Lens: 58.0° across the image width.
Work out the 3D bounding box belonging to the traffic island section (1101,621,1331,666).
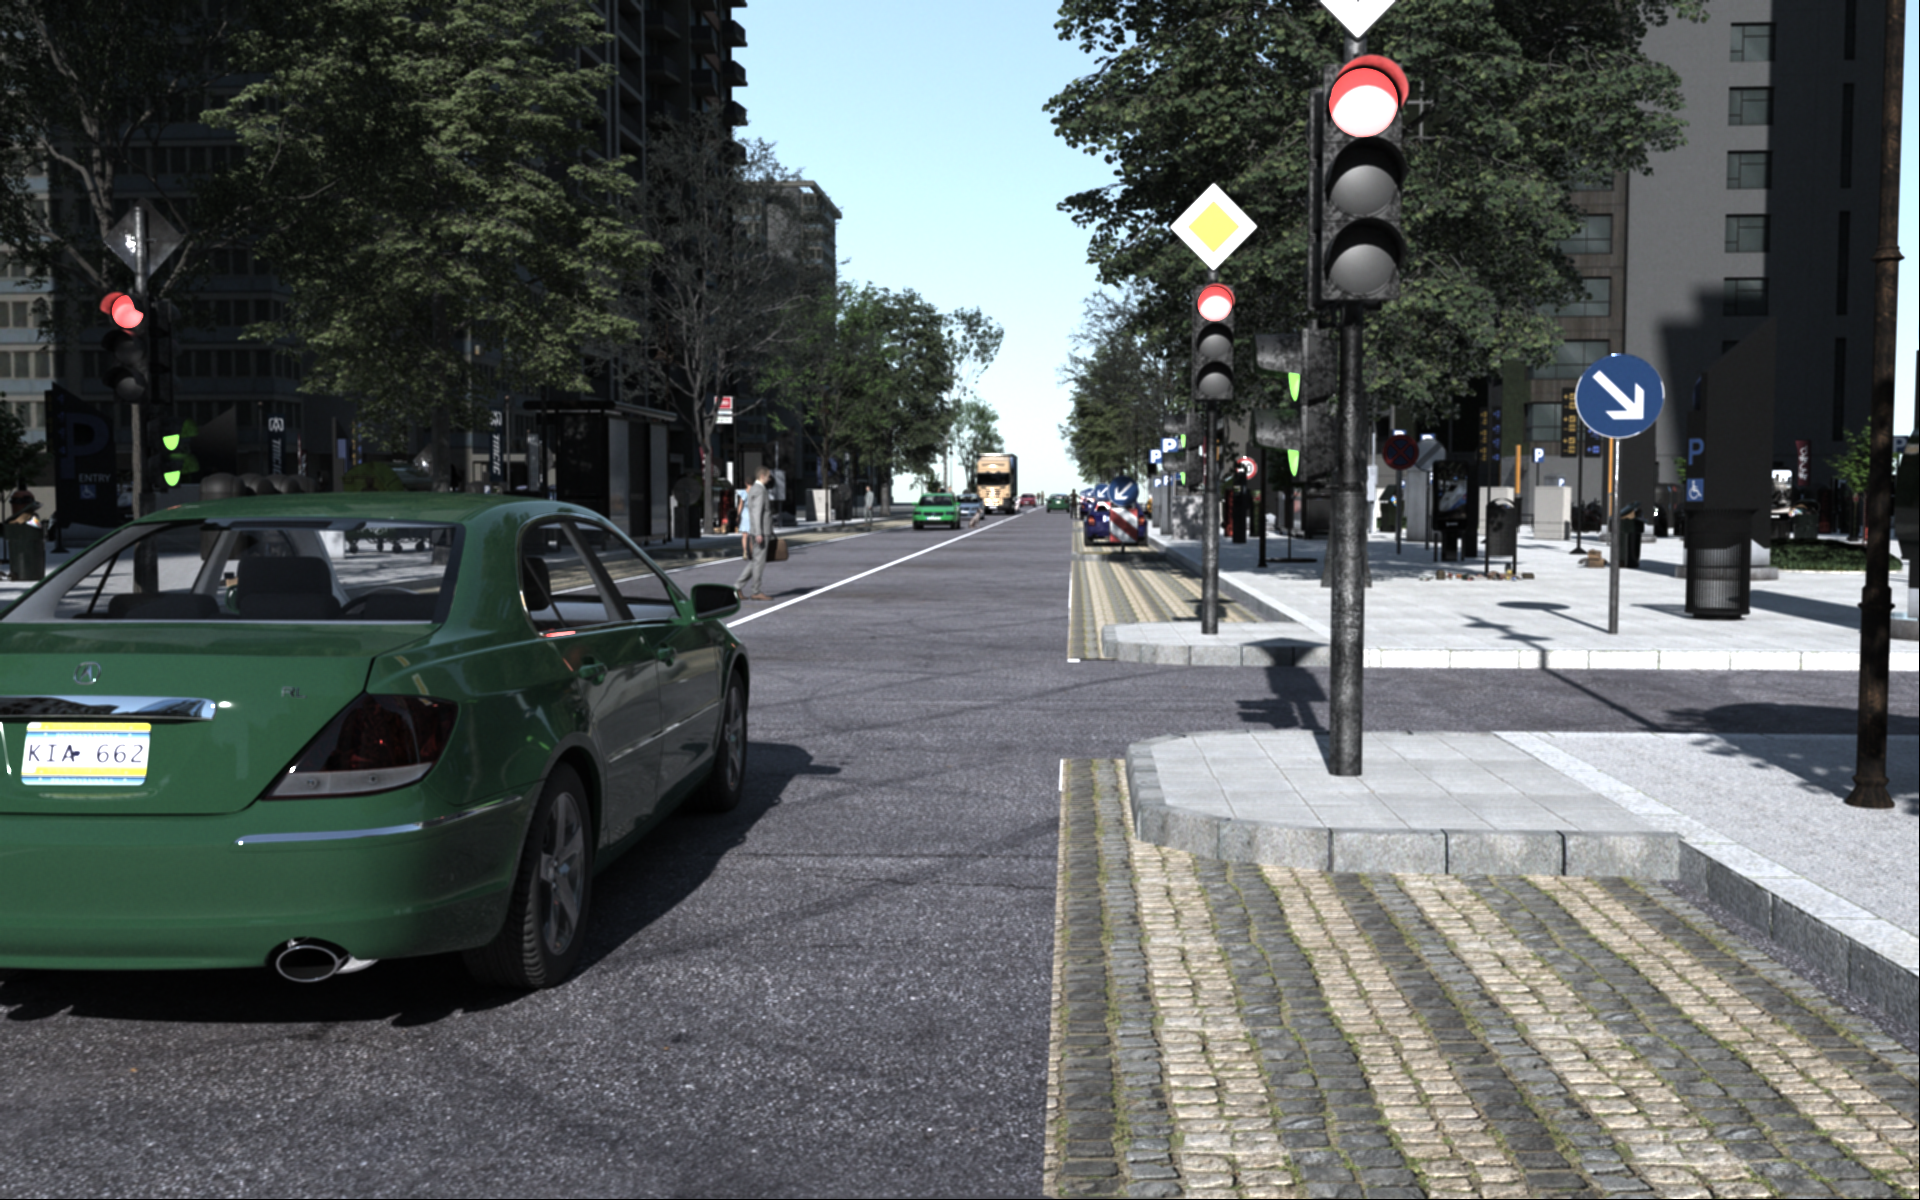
[{"bbox_3d":[2.314,0.390,15.904,2.009,0.180,2.903,0,4,4],"label":"traffic island section"}]

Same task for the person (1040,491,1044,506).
[{"bbox_3d":[10.080,-12.480,212.560,0.705,1.823,1.348,-1,4,-19],"label":"person"}]

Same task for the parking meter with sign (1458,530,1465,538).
[{"bbox_3d":[14.207,-3.320,50.543,1.738,3.016,0.543,-2,4,-34],"label":"parking meter with sign"}]

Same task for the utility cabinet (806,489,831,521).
[{"bbox_3d":[-6.647,-4.444,81.341,1.173,1.500,0.318,0,4,6],"label":"utility cabinet"}]

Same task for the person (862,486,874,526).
[{"bbox_3d":[-4.123,-4.256,78.187,0.391,1.810,0.635,-3,5,-41],"label":"person"}]

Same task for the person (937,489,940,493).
[{"bbox_3d":[-1.363,-5.963,106.544,0.990,1.755,0.434,-3,5,-43],"label":"person"}]

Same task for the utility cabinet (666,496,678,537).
[{"bbox_3d":[-8.975,-2.517,52.318,0.306,1.237,1.020,2,4,35],"label":"utility cabinet"}]

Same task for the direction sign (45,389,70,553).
[{"bbox_3d":[-19.629,-2.793,37.665,0.876,3.537,0.379,3,4,37],"label":"direction sign"}]

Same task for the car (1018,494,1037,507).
[{"bbox_3d":[7.610,-11.322,194.158,2.155,1.783,4.494,0,4,5],"label":"car"}]

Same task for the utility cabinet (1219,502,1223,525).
[{"bbox_3d":[10.800,-3.752,70.024,1.173,1.500,0.318,3,4,37],"label":"utility cabinet"}]

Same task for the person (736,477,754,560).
[{"bbox_3d":[-4.535,-1.770,37.530,0.616,1.811,0.778,0,4,-2],"label":"person"}]

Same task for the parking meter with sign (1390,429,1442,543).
[{"bbox_3d":[12.304,-3.055,46.211,0.543,3.016,1.738,-2,4,-34],"label":"parking meter with sign"}]

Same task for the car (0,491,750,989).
[{"bbox_3d":[-1.985,0.325,6.483,2.131,1.459,4.920,0,4,3],"label":"car"}]

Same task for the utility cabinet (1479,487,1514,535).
[{"bbox_3d":[16.416,-2.710,52.984,0.318,1.500,1.173,-2,4,-26],"label":"utility cabinet"}]

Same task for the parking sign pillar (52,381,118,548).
[{"bbox_3d":[-21.114,-3.263,41.819,1.447,3.967,1.447,-2,4,-34],"label":"parking sign pillar"}]

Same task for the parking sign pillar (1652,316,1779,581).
[{"bbox_3d":[11.659,-2.310,26.235,1.447,3.967,1.447,-1,4,-20],"label":"parking sign pillar"}]

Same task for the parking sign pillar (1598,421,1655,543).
[{"bbox_3d":[17.798,-3.523,46.075,1.447,3.967,1.447,2,4,25],"label":"parking sign pillar"}]

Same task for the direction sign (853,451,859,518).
[{"bbox_3d":[-5.479,-6.063,91.125,0.379,3.537,0.876,1,4,14],"label":"direction sign"}]

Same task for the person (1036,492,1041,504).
[{"bbox_3d":[11.152,-14.487,246.178,1.217,1.723,0.721,0,4,7],"label":"person"}]

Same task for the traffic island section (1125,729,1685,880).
[{"bbox_3d":[1.787,0.877,7.936,2.009,0.180,2.903,0,4,4],"label":"traffic island section"}]

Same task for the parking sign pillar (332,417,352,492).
[{"bbox_3d":[-21.760,-4.463,61.435,1.447,3.967,1.447,0,4,4],"label":"parking sign pillar"}]

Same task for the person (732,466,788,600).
[{"bbox_3d":[-2.694,-0.903,23.385,0.853,1.813,0.709,-1,4,-18],"label":"person"}]

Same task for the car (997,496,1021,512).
[{"bbox_3d":[4.010,-7.985,142.919,2.083,1.381,4.827,0,4,2],"label":"car"}]

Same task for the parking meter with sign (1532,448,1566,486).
[{"bbox_3d":[22.293,-4.202,64.964,0.543,3.016,1.738,-2,4,-28],"label":"parking meter with sign"}]

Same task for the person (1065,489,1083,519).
[{"bbox_3d":[6.651,-5.595,100.692,1.217,1.735,0.721,1,4,23],"label":"person"}]

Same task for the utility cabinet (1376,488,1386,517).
[{"bbox_3d":[16.645,-3.612,67.742,1.173,1.500,0.318,0,4,2],"label":"utility cabinet"}]

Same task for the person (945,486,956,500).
[{"bbox_3d":[-0.509,-4.614,84.038,0.694,1.812,0.767,-1,4,-20],"label":"person"}]

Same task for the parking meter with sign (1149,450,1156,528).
[{"bbox_3d":[7.621,-4.325,66.971,0.543,3.016,1.738,0,4,4],"label":"parking meter with sign"}]

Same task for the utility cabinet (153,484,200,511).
[{"bbox_3d":[-17.081,-1.792,37.984,1.173,1.500,0.318,-2,4,-28],"label":"utility cabinet"}]

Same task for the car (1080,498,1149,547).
[{"bbox_3d":[4.316,-2.184,48.293,1.945,1.354,3.894,0,4,4],"label":"car"}]

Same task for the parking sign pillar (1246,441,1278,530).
[{"bbox_3d":[10.866,-4.482,61.746,1.447,3.967,1.447,2,4,23],"label":"parking sign pillar"}]

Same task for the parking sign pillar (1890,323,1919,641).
[{"bbox_3d":[8.959,-1.644,15.352,1.447,3.967,1.447,-3,4,-38],"label":"parking sign pillar"}]

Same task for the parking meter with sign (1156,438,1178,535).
[{"bbox_3d":[6.566,-3.572,54.656,0.543,3.016,1.738,0,4,5],"label":"parking meter with sign"}]

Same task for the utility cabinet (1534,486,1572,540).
[{"bbox_3d":[16.586,-2.433,48.460,0.318,1.500,1.173,-1,4,-21],"label":"utility cabinet"}]

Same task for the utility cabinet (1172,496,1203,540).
[{"bbox_3d":[6.534,-2.315,49.009,1.020,1.237,0.306,1,4,21],"label":"utility cabinet"}]

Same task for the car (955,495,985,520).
[{"bbox_3d":[0.395,-5.142,96.075,2.014,1.417,4.499,0,4,5],"label":"car"}]

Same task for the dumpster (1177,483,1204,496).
[{"bbox_3d":[9.365,-3.990,71.000,1.264,1.857,1.865,0,4,4],"label":"dumpster"}]

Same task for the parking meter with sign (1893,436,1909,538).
[{"bbox_3d":[27.834,-3.345,50.954,0.543,3.016,1.738,1,4,12],"label":"parking meter with sign"}]

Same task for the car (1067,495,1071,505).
[{"bbox_3d":[13.108,-12.690,219.845,2.083,1.381,4.827,0,4,5],"label":"car"}]

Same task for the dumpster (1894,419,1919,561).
[{"bbox_3d":[4.933,-0.269,6.891,1.502,2.255,1.985,0,4,4],"label":"dumpster"}]

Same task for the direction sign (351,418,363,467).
[{"bbox_3d":[-17.961,-3.647,51.631,0.379,3.537,0.876,-3,4,-37],"label":"direction sign"}]

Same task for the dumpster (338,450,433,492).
[{"bbox_3d":[-12.489,-2.158,37.783,1.502,2.255,1.985,0,4,4],"label":"dumpster"}]

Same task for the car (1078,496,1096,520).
[{"bbox_3d":[7.553,-5.156,96.882,1.945,1.354,3.894,0,4,4],"label":"car"}]

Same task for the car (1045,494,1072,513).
[{"bbox_3d":[7.639,-7.501,134.446,2.131,1.459,4.920,0,4,3],"label":"car"}]

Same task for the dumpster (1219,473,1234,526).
[{"bbox_3d":[10.602,-3.875,65.852,1.502,2.255,1.985,0,4,4],"label":"dumpster"}]

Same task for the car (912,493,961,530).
[{"bbox_3d":[-0.934,-3.762,70.297,1.959,1.807,4.718,0,4,3],"label":"car"}]
